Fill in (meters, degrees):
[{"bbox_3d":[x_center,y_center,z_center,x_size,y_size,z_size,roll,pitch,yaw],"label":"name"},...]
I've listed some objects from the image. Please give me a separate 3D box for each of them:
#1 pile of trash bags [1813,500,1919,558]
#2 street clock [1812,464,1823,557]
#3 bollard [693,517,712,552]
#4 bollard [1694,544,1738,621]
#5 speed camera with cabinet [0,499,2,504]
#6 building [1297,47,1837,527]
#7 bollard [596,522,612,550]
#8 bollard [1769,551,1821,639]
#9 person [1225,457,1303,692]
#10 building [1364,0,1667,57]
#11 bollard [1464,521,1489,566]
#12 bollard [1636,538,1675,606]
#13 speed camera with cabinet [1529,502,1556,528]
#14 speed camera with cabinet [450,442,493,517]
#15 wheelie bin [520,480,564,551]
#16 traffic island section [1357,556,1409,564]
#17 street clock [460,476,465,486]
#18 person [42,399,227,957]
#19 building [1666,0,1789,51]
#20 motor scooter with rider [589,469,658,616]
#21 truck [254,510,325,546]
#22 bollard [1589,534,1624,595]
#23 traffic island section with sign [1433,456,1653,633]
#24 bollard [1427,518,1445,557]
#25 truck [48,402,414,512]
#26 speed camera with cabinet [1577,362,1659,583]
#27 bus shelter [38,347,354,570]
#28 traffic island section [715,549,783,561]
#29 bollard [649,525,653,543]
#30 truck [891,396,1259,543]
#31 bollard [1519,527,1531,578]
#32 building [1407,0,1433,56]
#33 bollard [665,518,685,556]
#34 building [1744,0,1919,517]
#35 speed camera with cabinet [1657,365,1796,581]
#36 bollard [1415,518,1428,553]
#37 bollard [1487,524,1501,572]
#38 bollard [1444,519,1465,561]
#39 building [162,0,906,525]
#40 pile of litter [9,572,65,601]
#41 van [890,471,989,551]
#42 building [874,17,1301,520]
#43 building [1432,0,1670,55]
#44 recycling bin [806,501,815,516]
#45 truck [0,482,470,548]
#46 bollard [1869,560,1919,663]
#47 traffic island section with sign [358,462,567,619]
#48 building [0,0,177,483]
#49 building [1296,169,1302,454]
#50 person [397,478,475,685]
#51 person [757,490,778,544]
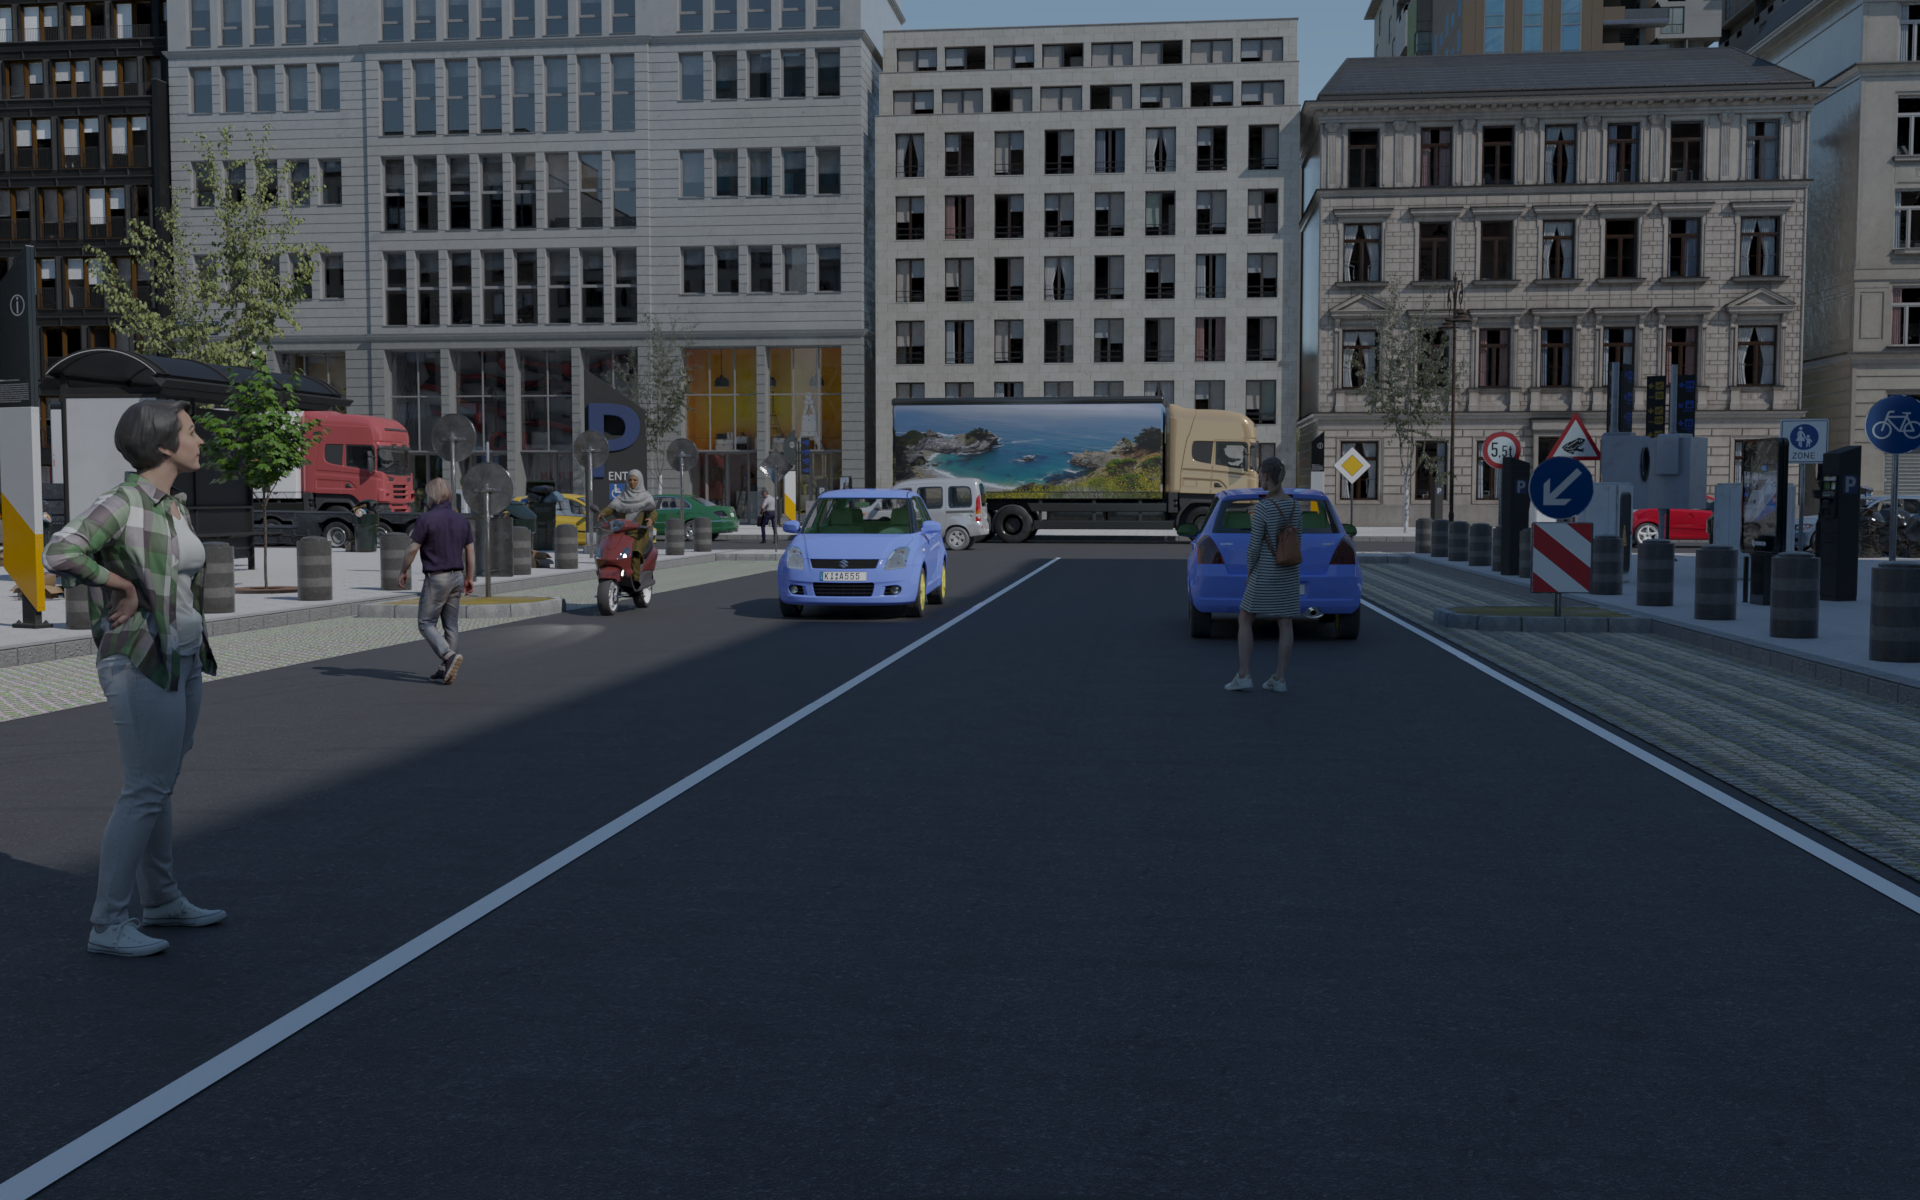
[{"bbox_3d":[18.105,-1.578,35.557,3.447,1.369,1.912,1,4,12],"label":"pile of trash bags"},{"bbox_3d":[16.345,-1.730,32.860,0.358,2.002,0.471,1,4,20],"label":"street clock"},{"bbox_3d":[-5.727,-1.456,38.516,0.404,0.777,0.398,0,3,0],"label":"bollard"},{"bbox_3d":[7.743,-0.185,17.737,0.404,0.777,0.398,0,3,0],"label":"bollard"},{"bbox_3d":[-34.856,-4.251,63.835,0.660,3.252,2.038,-3,5,-44],"label":"speed camera with cabinet"},{"bbox_3d":[23.328,-12.594,70.547,19.286,19.102,10.561,0,4,7],"label":"building"},{"bbox_3d":[-6.501,-1.052,31.915,0.404,0.777,0.398,0,3,0],"label":"bollard"},{"bbox_3d":[7.483,-0.049,15.522,0.404,0.777,0.398,0,3,0],"label":"bollard"},{"bbox_3d":[2.274,-0.189,12.596,0.512,1.701,0.522,-2,4,-32],"label":"person"},{"bbox_3d":[53.942,-35.104,163.193,28.713,52.752,27.495,0,4,7],"label":"building"},{"bbox_3d":[9.300,-0.993,30.945,0.404,0.777,0.398,0,3,0],"label":"bollard"},{"bbox_3d":[8.005,-0.319,19.931,0.404,0.777,0.398,0,3,0],"label":"bollard"},{"bbox_3d":[20.698,-4.182,62.712,2.038,3.252,0.660,3,5,40],"label":"speed camera with cabinet"},{"bbox_3d":[-18.659,-4.388,66.086,2.038,3.252,0.660,2,4,27],"label":"speed camera with cabinet"},{"bbox_3d":[-9.480,-1.922,39.340,0.980,1.594,0.693,-1,4,-19],"label":"wheelie bin"},{"bbox_3d":[8.357,-0.896,36.933,2.009,0.180,2.903,0,4,7],"label":"traffic island section"},{"bbox_3d":[-19.267,-3.859,67.668,0.471,2.002,0.358,2,4,27],"label":"street clock"},{"bbox_3d":[-2.630,0.222,5.595,0.376,1.734,0.841,0,4,-2],"label":"person"},{"bbox_3d":[83.281,-34.877,159.483,27.495,52.752,28.713,0,4,7],"label":"building"},{"bbox_3d":[-4.104,-0.745,21.147,0.876,1.779,1.986,0,4,6],"label":"motor scooter with rider"},{"bbox_3d":[-27.151,-3.626,49.037,18.799,4.110,2.967,0,4,5],"label":"truck"},{"bbox_3d":[8.262,-0.453,22.132,0.404,0.777,0.398,0,3,0],"label":"bollard"},{"bbox_3d":[6.233,-0.622,18.791,1.989,1.847,2.006,0,4,7],"label":"traffic island section with sign"},{"bbox_3d":[9.821,-1.262,35.355,0.404,0.777,0.398,0,3,0],"label":"bollard"},{"bbox_3d":[-22.091,-3.957,53.604,11.283,4.237,2.839,0,4,5],"label":"truck"},{"bbox_3d":[9.617,-1.901,25.417,0.660,3.252,2.038,2,4,33],"label":"speed camera with cabinet"},{"bbox_3d":[-11.561,-2.004,26.696,2.014,3.302,5.546,0,4,7],"label":"bus shelter"},{"bbox_3d":[-4.098,-0.986,38.398,2.009,0.180,2.903,0,4,7],"label":"traffic island section"},{"bbox_3d":[-6.241,-1.186,34.110,0.404,0.777,0.398,0,3,0],"label":"bollard"},{"bbox_3d":[3.739,-3.791,50.895,11.283,4.237,2.839,1,4,9],"label":"truck"},{"bbox_3d":[8.785,-0.724,26.555,0.404,0.777,0.398,0,3,0],"label":"bollard"},{"bbox_3d":[43.808,-28.149,143.839,14.154,41.232,14.086,0,4,7],"label":"building"},{"bbox_3d":[-5.982,-1.321,36.320,0.404,0.777,0.398,0,3,0],"label":"bollard"},{"bbox_3d":[48.904,-14.545,71.087,30.059,22.955,16.112,0,4,7],"label":"building"},{"bbox_3d":[11.491,-1.945,26.141,0.660,3.252,2.038,-3,4,-39],"label":"speed camera with cabinet"},{"bbox_3d":[10.076,-1.397,37.550,0.404,0.777,0.398,0,3,0],"label":"bollard"},{"bbox_3d":[9.044,-0.858,28.750,0.404,0.777,0.398,0,3,0],"label":"bollard"},{"bbox_3d":[9.555,-1.127,33.140,0.404,0.777,0.398,0,3,0],"label":"bollard"},{"bbox_3d":[-17.951,-18.290,76.533,29.804,29.767,11.434,0,4,7],"label":"building"},{"bbox_3d":[-11.286,-0.466,21.589,1.176,0.858,1.719,0,4,4],"label":"pile of litter"},{"bbox_3d":[-1.317,-2.312,44.815,4.112,2.044,2.013,0,4,7],"label":"van"},{"bbox_3d":[5.546,-13.412,74.041,16.860,20.320,10.420,0,4,7],"label":"building"},{"bbox_3d":[43.014,-29.268,128.649,14.600,45.320,14.200,0,4,7],"label":"building"},{"bbox_3d":[-5.148,-3.104,63.297,0.722,1.027,0.722,3,4,38],"label":"recycling bin"},{"bbox_3d":[-21.541,-3.322,44.080,18.799,4.110,2.967,0,4,6],"label":"truck"},{"bbox_3d":[7.226,0.085,13.326,0.404,0.777,0.398,0,3,0],"label":"bollard"},{"bbox_3d":[-5.842,-0.741,20.752,1.989,1.847,2.006,0,4,7],"label":"traffic island section with sign"},{"bbox_3d":[-40.592,-15.284,79.569,15.834,23.373,12.332,0,4,7],"label":"building"},{"bbox_3d":[47.915,-39.644,237.420,27.495,52.752,28.713,0,4,7],"label":"building"},{"bbox_3d":[-3.953,-0.145,13.074,0.569,1.553,0.471,-1,4,-17],"label":"person"},{"bbox_3d":[-5.576,-2.411,50.125,0.590,1.554,0.614,2,4,30],"label":"person"}]
